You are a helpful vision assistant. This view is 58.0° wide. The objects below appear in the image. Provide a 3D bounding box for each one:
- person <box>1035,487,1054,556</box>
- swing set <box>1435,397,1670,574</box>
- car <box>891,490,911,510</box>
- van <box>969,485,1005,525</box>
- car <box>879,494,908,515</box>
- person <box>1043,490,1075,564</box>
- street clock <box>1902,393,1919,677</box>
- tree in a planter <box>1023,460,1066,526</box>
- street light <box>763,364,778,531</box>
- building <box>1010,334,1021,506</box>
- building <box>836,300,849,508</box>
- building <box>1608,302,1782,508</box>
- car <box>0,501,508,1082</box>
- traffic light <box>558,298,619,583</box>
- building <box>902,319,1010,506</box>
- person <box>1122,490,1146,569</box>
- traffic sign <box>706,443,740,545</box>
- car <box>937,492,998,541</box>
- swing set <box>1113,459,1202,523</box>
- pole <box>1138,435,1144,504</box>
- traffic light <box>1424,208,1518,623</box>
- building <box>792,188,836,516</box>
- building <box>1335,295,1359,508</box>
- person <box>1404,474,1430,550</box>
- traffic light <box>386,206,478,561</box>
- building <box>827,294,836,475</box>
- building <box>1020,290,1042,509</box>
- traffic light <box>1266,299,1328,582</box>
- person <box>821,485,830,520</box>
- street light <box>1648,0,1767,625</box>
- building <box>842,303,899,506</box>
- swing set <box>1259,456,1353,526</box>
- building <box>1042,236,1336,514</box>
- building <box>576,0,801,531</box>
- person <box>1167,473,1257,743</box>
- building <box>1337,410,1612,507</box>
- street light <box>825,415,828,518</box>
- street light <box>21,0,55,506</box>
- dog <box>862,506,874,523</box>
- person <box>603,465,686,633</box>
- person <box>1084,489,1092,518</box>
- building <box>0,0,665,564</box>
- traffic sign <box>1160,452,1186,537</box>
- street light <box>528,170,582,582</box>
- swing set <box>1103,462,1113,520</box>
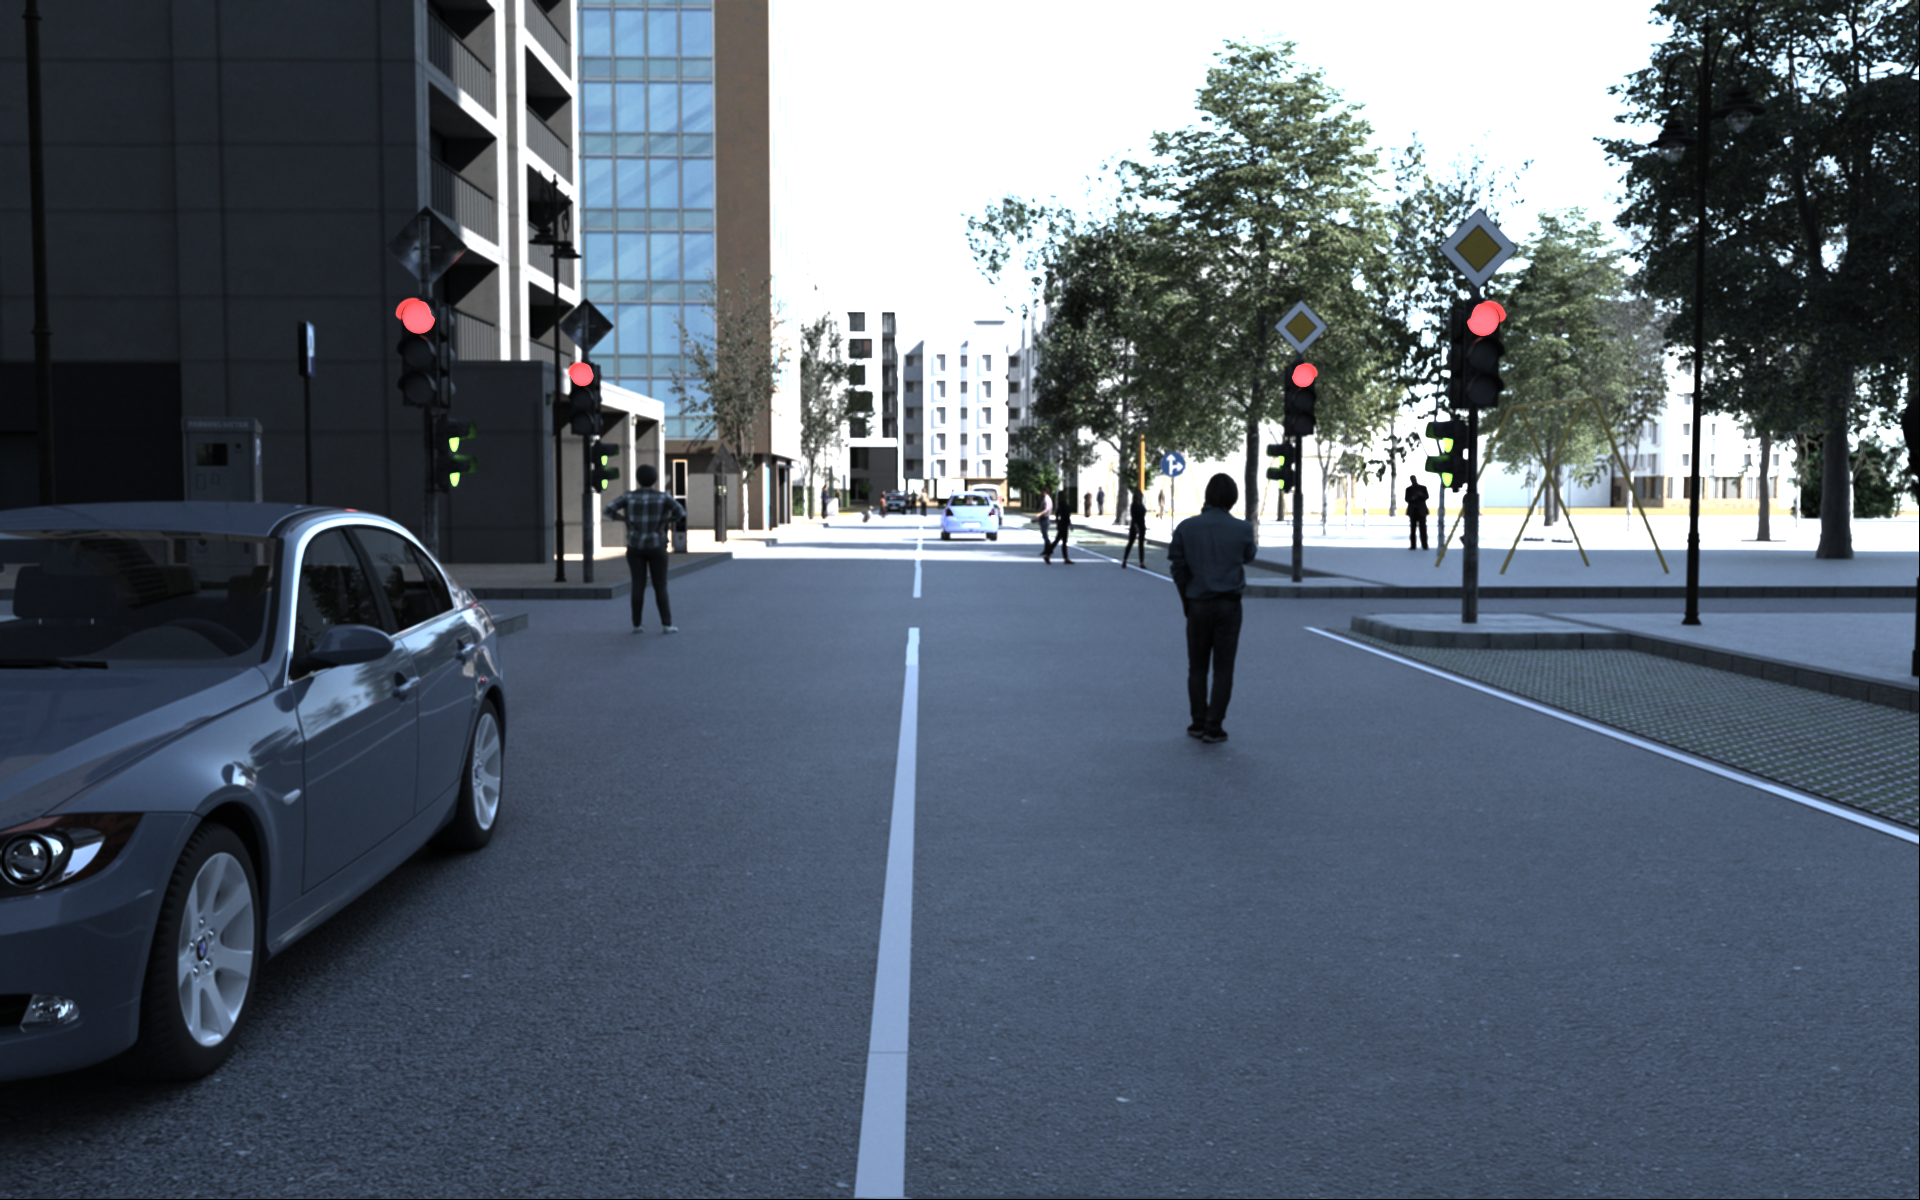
[{"bbox_3d":[1.965,-1.825,40.293,0.435,1.587,0.963,0,4,2],"label":"person"},{"bbox_3d":[9.943,-1.944,29.398,2.862,2.851,3.119,0,4,-6],"label":"swing set"},{"bbox_3d":[-5.568,-9.275,160.325,2.281,1.827,5.304,0,4,1],"label":"car"},{"bbox_3d":[1.116,-4.512,80.777,2.013,2.044,4.112,0,4,-1],"label":"van"},{"bbox_3d":[-4.635,-6.789,120.784,2.009,1.686,4.222,0,4,-3],"label":"car"},{"bbox_3d":[2.040,-1.495,35.490,0.613,1.512,0.480,-2,4,-24],"label":"person"},{"bbox_3d":[6.827,-0.460,12.091,0.471,2.002,0.358,-1,4,-16],"label":"street clock"},{"bbox_3d":[3.828,-4.907,77.452,1.991,3.239,1.994,0,4,-1],"label":"tree in a planter"},{"bbox_3d":[-6.550,-5.318,59.737,0.468,5.910,1.993,0,4,-1],"label":"street light"},{"bbox_3d":[10.616,-20.720,195.184,11.380,20.091,16.016,0,4,-1],"label":"building"},{"bbox_3d":[-26.726,-18.301,165.682,31.486,18.905,16.747,0,4,-1],"label":"building"},{"bbox_3d":[70.481,-19.043,167.771,11.380,20.091,16.016,0,4,-1],"label":"building"},{"bbox_3d":[-2.736,0.384,5.732,2.014,1.417,4.499,0,4,-2],"label":"car"},{"bbox_3d":[-5.357,-2.203,24.933,0.839,4.253,0.868,0,4,-1],"label":"traffic light"},{"bbox_3d":[-0.733,-20.624,193.624,11.380,20.091,16.016,0,4,-1],"label":"building"},{"bbox_3d":[3.356,-1.364,33.338,0.613,1.512,0.480,2,4,33],"label":"person"},{"bbox_3d":[-6.007,-2.681,43.841,0.884,2.594,0.081,0,4,4],"label":"traffic sign"},{"bbox_3d":[0.260,-2.729,54.211,1.945,1.707,3.694,0,4,-2],"label":"car"},{"bbox_3d":[9.072,-4.876,77.346,3.119,2.851,2.862,3,5,44],"label":"swing set"},{"bbox_3d":[6.287,-4.056,60.159,0.158,3.312,0.155,0,3,0],"label":"pole"},{"bbox_3d":[5.071,-1.729,17.183,0.839,4.253,0.868,0,4,-1],"label":"traffic light"},{"bbox_3d":[-17.689,-15.251,115.815,16.747,18.905,31.486,0,4,-1],"label":"building"},{"bbox_3d":[31.038,-18.996,167.012,11.380,20.091,16.016,0,4,-1],"label":"building"},{"bbox_3d":[10.551,-2.033,39.974,0.565,1.739,0.600,0,4,-4],"label":"person"},{"bbox_3d":[-5.187,-1.714,16.949,0.839,4.253,0.868,0,4,-1],"label":"traffic light"},{"bbox_3d":[-18.678,-17.865,148.516,16.016,20.091,11.380,0,4,-1],"label":"building"},{"bbox_3d":[14.815,-17.889,158.944,16.747,18.905,31.486,0,4,-1],"label":"building"},{"bbox_3d":[4.902,-2.217,25.166,0.839,4.253,0.868,0,4,-1],"label":"traffic light"},{"bbox_3d":[-6.758,-4.912,87.061,0.504,1.737,0.576,-1,4,-11],"label":"person"},{"bbox_3d":[7.198,-2.696,16.863,0.468,5.910,1.993,0,4,-1],"label":"street light"},{"bbox_3d":[-23.423,-21.719,199.087,32.646,21.610,27.936,0,4,-1],"label":"building"},{"bbox_3d":[14.172,-4.526,71.622,3.119,2.851,2.862,-1,4,-15],"label":"swing set"},{"bbox_3d":[15.695,-15.968,127.528,16.747,18.905,31.486,0,4,-1],"label":"building"},{"bbox_3d":[-13.605,-25.440,66.060,14.600,45.320,14.200,0,4,-1],"label":"building"},{"bbox_3d":[1.449,0.042,10.033,0.499,1.552,0.429,3,5,39],"label":"person"},{"bbox_3d":[50.669,-14.057,171.976,28.070,9.664,9.099,0,4,-1],"label":"building"},{"bbox_3d":[-7.259,-7.400,93.785,0.468,5.910,1.993,0,4,-1],"label":"street light"},{"bbox_3d":[-5.428,-2.288,10.199,0.468,5.910,1.993,0,4,-1],"label":"street light"},{"bbox_3d":[-4.657,-4.270,86.645,0.513,0.831,0.800,-1,4,-20],"label":"dog"},{"bbox_3d":[-3.227,-0.529,17.874,0.841,1.734,0.376,0,4,2],"label":"person"},{"bbox_3d":[6.827,-5.143,92.407,0.388,1.546,0.482,-3,5,-41],"label":"person"},{"bbox_3d":[-18.055,-36.793,39.813,20.563,71.187,20.611,0,4,-1],"label":"building"},{"bbox_3d":[6.392,-3.177,52.047,0.768,2.556,0.104,0,4,2],"label":"traffic sign"},{"bbox_3d":[-5.846,-3.204,25.166,0.468,5.910,1.993,0,4,-1],"label":"street light"},{"bbox_3d":[8.835,-5.302,84.311,3.119,2.851,2.862,-1,4,-9],"label":"swing set"}]
